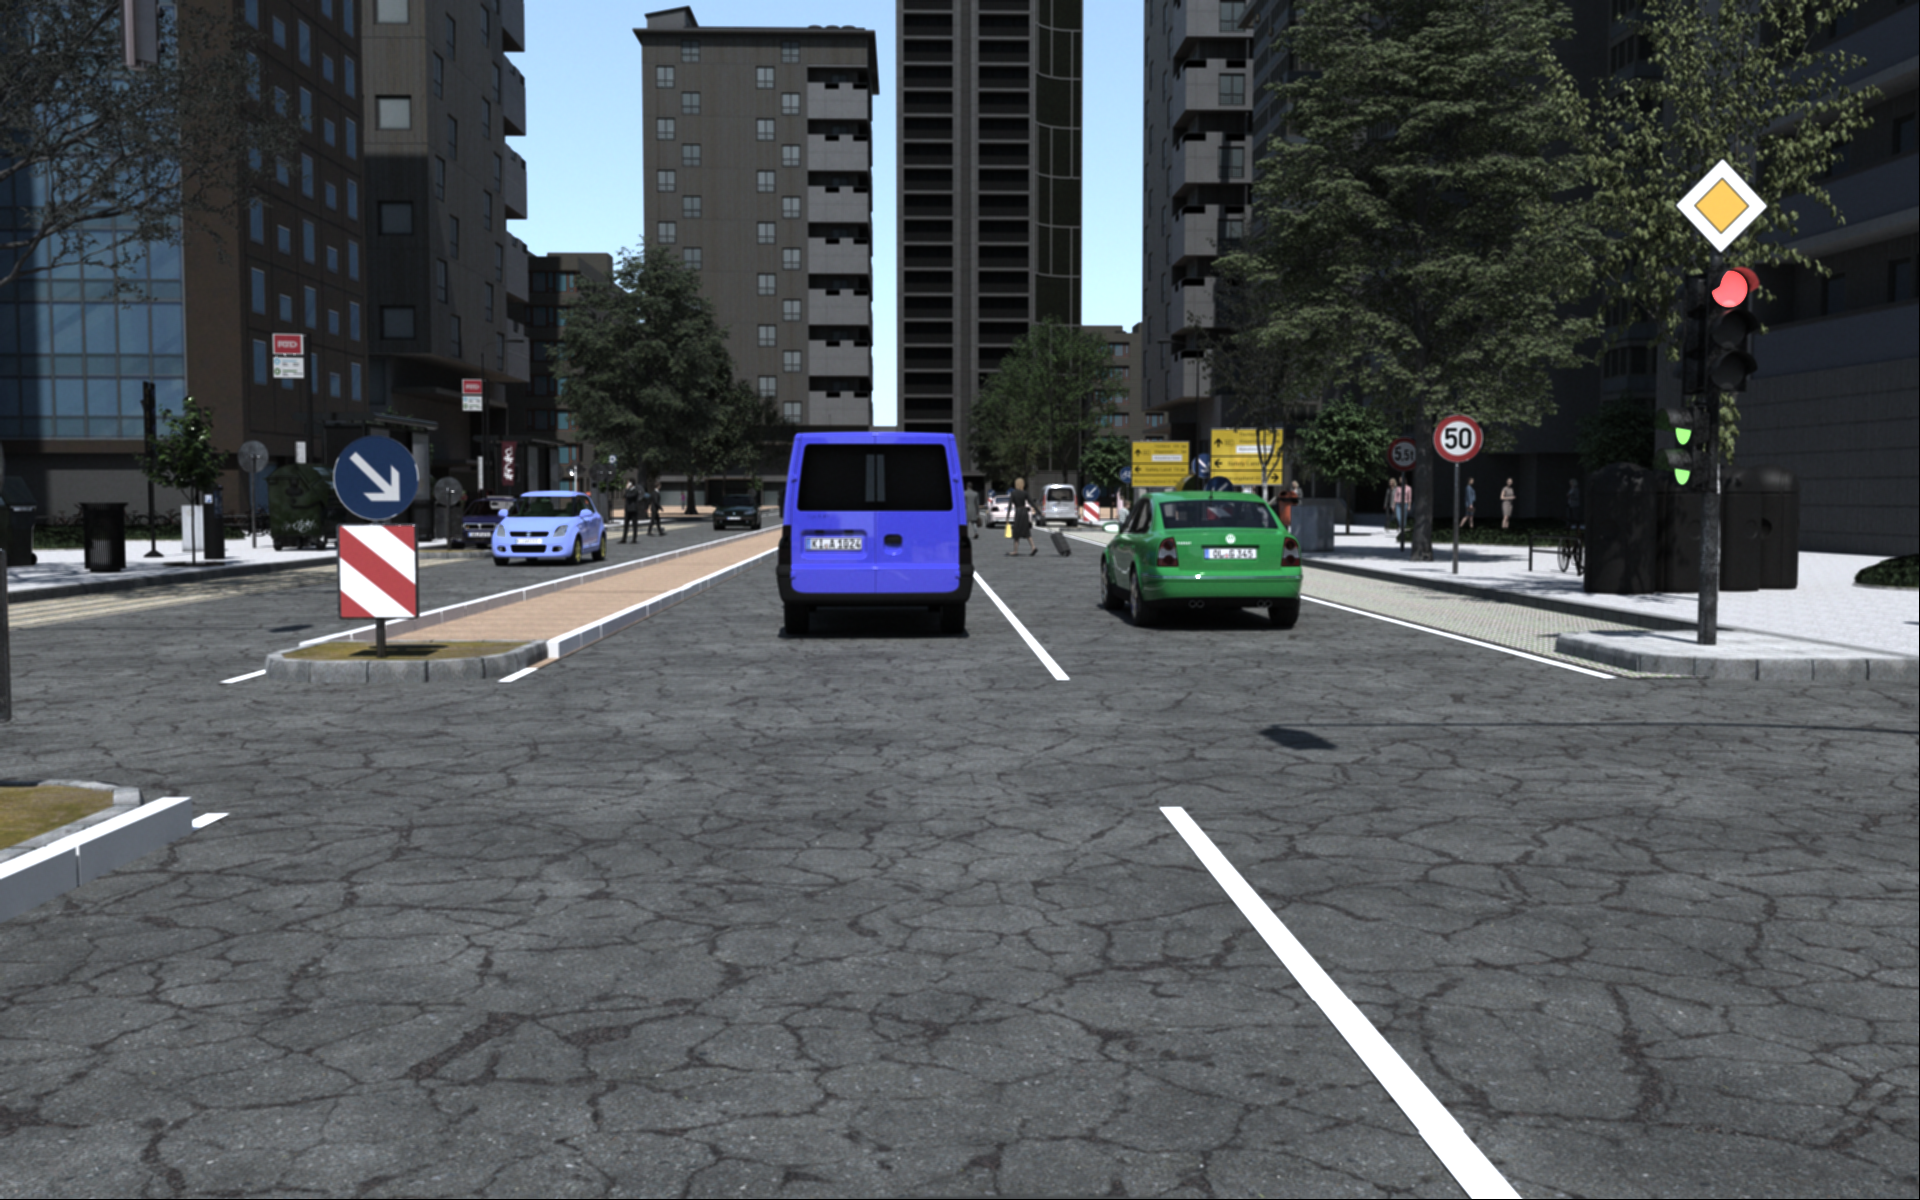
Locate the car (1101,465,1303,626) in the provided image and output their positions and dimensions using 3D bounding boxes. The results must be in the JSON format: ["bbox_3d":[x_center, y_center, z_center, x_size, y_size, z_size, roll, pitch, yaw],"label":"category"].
[{"bbox_3d":[2.712,-0.694,20.146,1.959,1.807,4.718,0,4,-2],"label":"car"}]

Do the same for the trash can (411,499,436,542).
[{"bbox_3d":[-14.426,-2.132,46.517,0.748,1.137,0.748,0,3,0],"label":"trash can"}]

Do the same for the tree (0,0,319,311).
[{"bbox_3d":[-13.674,-6.856,22.470,12.009,13.543,11.850,0,3,0],"label":"tree"}]

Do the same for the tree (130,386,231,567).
[{"bbox_3d":[-13.714,-2.234,31.121,1.663,3.219,1.824,0,3,0],"label":"tree"}]

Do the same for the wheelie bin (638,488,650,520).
[{"bbox_3d":[-15.606,-4.702,84.790,0.980,1.594,0.693,0,4,7],"label":"wheelie bin"}]

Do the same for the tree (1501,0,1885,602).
[{"bbox_3d":[8.742,-4.286,20.443,4.737,8.622,4.395,0,3,0],"label":"tree"}]

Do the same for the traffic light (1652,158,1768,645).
[{"bbox_3d":[6.349,-1.574,14.654,0.839,4.253,0.868,0,4,-2],"label":"traffic light"}]

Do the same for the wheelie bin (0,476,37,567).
[{"bbox_3d":[-16.885,-1.393,30.690,0.693,1.594,0.980,1,4,16],"label":"wheelie bin"}]

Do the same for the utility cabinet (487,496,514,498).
[{"bbox_3d":[-14.744,-2.719,55.610,1.020,1.237,0.306,3,4,38],"label":"utility cabinet"}]

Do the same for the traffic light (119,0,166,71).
[{"bbox_3d":[-9.015,-2.419,14.211,4.771,5.953,1.251,0,4,-2],"label":"traffic light"}]

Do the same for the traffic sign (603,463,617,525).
[{"bbox_3d":[-14.667,-4.401,72.055,0.768,2.556,0.104,0,4,3],"label":"traffic sign"}]

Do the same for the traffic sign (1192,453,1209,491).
[{"bbox_3d":[7.636,-3.309,54.212,0.768,2.556,0.104,0,4,5],"label":"traffic sign"}]

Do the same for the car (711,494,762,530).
[{"bbox_3d":[-9.000,-3.687,70.061,2.009,1.686,4.222,0,4,-3],"label":"car"}]

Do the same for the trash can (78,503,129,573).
[{"bbox_3d":[-14.057,-1.028,28.459,0.748,1.137,0.748,0,3,0],"label":"trash can"}]

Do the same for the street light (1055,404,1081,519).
[{"bbox_3d":[5.588,-7.173,89.812,1.470,5.913,1.316,0,4,-2],"label":"street light"}]

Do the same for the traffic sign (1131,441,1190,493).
[{"bbox_3d":[7.642,-4.418,66.114,2.265,3.308,0.079,0,4,-1],"label":"traffic sign"}]

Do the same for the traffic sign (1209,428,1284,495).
[{"bbox_3d":[8.803,-3.631,53.238,2.265,3.308,0.079,0,4,6],"label":"traffic sign"}]

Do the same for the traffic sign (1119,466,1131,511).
[{"bbox_3d":[7.702,-4.857,79.514,0.768,2.556,0.104,0,4,6],"label":"traffic sign"}]

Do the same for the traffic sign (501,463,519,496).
[{"bbox_3d":[-14.861,-3.369,57.219,0.606,2.300,0.079,0,4,3],"label":"traffic sign"}]

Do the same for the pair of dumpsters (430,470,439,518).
[{"bbox_3d":[-17.326,-3.120,53.508,1.574,2.255,4.437,0,4,-2],"label":"pair of dumpsters"}]

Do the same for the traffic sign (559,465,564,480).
[{"bbox_3d":[-16.888,-4.412,72.235,0.768,2.556,0.104,0,4,6],"label":"traffic sign"}]

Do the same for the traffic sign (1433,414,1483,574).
[{"bbox_3d":[7.954,-1.690,27.740,0.768,2.556,0.104,0,4,7],"label":"traffic sign"}]

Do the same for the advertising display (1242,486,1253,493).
[{"bbox_3d":[10.302,-3.586,63.849,0.974,1.923,0.123,0,4,8],"label":"advertising display"}]

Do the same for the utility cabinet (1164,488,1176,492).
[{"bbox_3d":[7.391,-3.198,60.972,0.318,1.500,1.173,1,4,13],"label":"utility cabinet"}]

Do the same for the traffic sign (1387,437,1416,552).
[{"bbox_3d":[9.880,-2.355,38.609,0.768,2.556,0.104,0,4,3],"label":"traffic sign"}]

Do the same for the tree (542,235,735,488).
[{"bbox_3d":[-16.047,-11.036,87.087,9.857,13.997,8.962,0,3,0],"label":"tree"}]

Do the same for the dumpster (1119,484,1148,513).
[{"bbox_3d":[9.110,-5.329,89.622,1.502,2.255,1.985,0,4,-2],"label":"dumpster"}]

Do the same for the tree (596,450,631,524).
[{"bbox_3d":[-15.241,-4.903,74.768,1.663,3.219,1.824,0,3,0],"label":"tree"}]

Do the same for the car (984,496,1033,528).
[{"bbox_3d":[2.079,-3.755,73.764,2.083,1.381,4.827,0,4,-1],"label":"car"}]

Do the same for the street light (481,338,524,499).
[{"bbox_3d":[-13.700,-4.848,51.799,1.470,5.913,1.316,0,4,-2],"label":"street light"}]

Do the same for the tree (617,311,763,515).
[{"bbox_3d":[-16.636,-11.566,106.109,9.611,12.733,9.660,0,3,0],"label":"tree"}]

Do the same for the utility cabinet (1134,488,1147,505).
[{"bbox_3d":[6.707,-3.408,64.401,0.318,1.500,1.173,0,4,-3],"label":"utility cabinet"}]

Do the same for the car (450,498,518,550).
[{"bbox_3d":[-12.017,-1.983,44.995,1.945,1.354,3.894,0,4,-2],"label":"car"}]

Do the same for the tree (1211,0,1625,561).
[{"bbox_3d":[8.676,-7.040,33.238,7.486,12.596,7.792,0,3,0],"label":"tree"}]

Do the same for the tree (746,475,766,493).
[{"bbox_3d":[-18.812,-10.026,158.523,1.663,3.219,1.824,0,3,0],"label":"tree"}]

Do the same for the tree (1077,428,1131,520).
[{"bbox_3d":[7.442,-6.228,85.535,4.285,4.588,4.351,0,3,0],"label":"tree"}]

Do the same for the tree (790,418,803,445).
[{"bbox_3d":[-18.052,-13.200,150.227,8.767,10.594,7.601,-1,4,-17],"label":"tree"}]

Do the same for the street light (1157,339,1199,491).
[{"bbox_3d":[6.605,-4.868,52.139,1.470,5.913,1.316,0,4,-2],"label":"street light"}]

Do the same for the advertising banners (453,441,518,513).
[{"bbox_3d":[-15.467,-3.687,56.463,2.074,3.025,0.090,-1,4,-15],"label":"advertising banners"}]

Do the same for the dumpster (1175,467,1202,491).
[{"bbox_3d":[8.502,-3.627,61.795,1.502,2.255,1.985,0,4,-2],"label":"dumpster"}]

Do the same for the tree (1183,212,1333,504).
[{"bbox_3d":[7.928,-5.789,45.009,4.360,8.622,3.978,0,3,0],"label":"tree"}]

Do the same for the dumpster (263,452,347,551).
[{"bbox_3d":[-14.941,-2.279,39.757,1.502,2.255,1.985,0,4,-2],"label":"dumpster"}]

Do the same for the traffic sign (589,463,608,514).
[{"bbox_3d":[-15.007,-4.389,71.859,0.768,2.556,0.104,0,4,0],"label":"traffic sign"}]

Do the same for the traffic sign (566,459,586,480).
[{"bbox_3d":[-14.512,-4.016,65.397,0.795,2.593,0.064,0,4,5],"label":"traffic sign"}]

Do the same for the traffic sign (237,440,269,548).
[{"bbox_3d":[-16.752,-2.504,41.047,0.768,2.556,0.104,0,4,5],"label":"traffic sign"}]

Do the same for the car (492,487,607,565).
[{"bbox_3d":[-8.485,-1.607,35.865,1.945,1.707,3.694,0,4,0],"label":"car"}]
